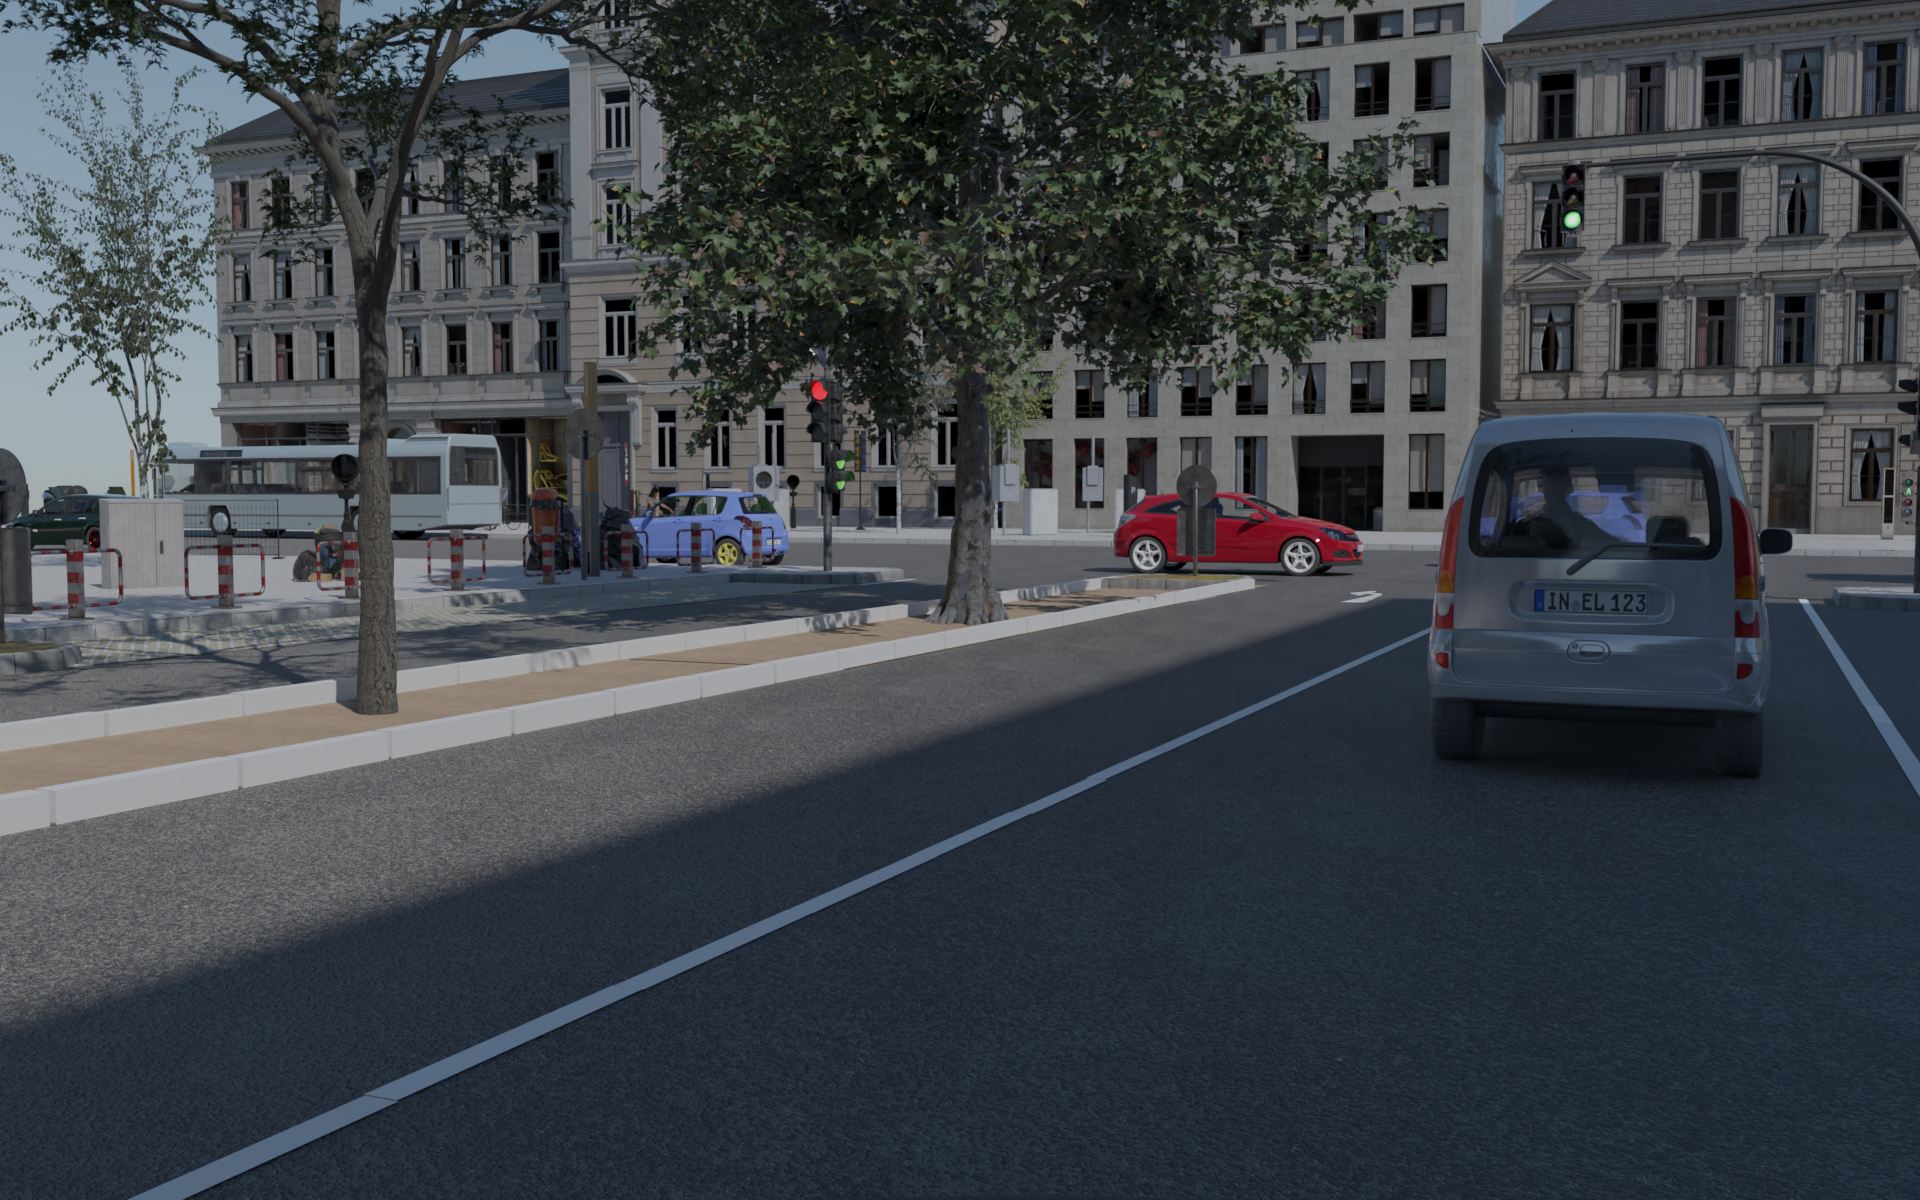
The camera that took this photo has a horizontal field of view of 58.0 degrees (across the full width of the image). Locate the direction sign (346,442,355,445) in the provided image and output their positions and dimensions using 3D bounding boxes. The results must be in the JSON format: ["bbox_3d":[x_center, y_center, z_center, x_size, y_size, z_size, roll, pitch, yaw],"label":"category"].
[{"bbox_3d":[-26.417,-5.136,75.974,0.876,3.537,0.379,-1,4,-13],"label":"direction sign"}]

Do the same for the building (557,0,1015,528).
[{"bbox_3d":[-4.968,-17.602,73.691,20.117,28.700,13.634,2,4,24],"label":"building"}]

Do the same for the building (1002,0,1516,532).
[{"bbox_3d":[11.368,-12.872,65.205,16.860,20.320,10.420,2,4,24],"label":"building"}]

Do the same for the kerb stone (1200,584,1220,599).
[{"bbox_3d":[3.365,-0.102,23.917,0.120,0.150,1.000,2,4,24],"label":"kerb stone"}]

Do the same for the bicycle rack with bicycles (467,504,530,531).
[{"bbox_3d":[-16.814,-2.944,61.516,2.852,0.926,2.925,2,4,35],"label":"bicycle rack with bicycles"}]

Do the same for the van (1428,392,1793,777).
[{"bbox_3d":[3.877,-0.203,10.329,2.013,2.044,4.112,1,4,23],"label":"van"}]

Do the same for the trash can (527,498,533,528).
[{"bbox_3d":[-16.181,-3.337,66.207,0.748,1.137,0.748,0,3,0],"label":"trash can"}]

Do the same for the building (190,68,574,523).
[{"bbox_3d":[-32.665,-14.408,86.477,40.483,20.767,10.553,2,4,24],"label":"building"}]

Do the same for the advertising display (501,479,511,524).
[{"bbox_3d":[-19.276,-4.179,73.532,0.123,1.923,0.974,-2,4,-32],"label":"advertising display"}]

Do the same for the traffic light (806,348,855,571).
[{"bbox_3d":[-2.188,-2.435,28.732,0.839,4.253,0.868,2,4,24],"label":"traffic light"}]

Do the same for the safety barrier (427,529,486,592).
[{"bbox_3d":[-6.648,-0.527,22.894,0.300,0.817,1.120,2,4,24],"label":"safety barrier"}]

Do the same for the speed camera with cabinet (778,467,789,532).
[{"bbox_3d":[-6.192,-3.864,57.519,0.660,3.252,2.038,1,4,8],"label":"speed camera with cabinet"}]

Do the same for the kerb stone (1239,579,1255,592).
[{"bbox_3d":[4.203,-0.217,25.799,0.120,0.150,1.000,2,4,24],"label":"kerb stone"}]

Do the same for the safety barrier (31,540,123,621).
[{"bbox_3d":[-9.002,-0.205,17.630,0.300,0.817,1.120,2,4,24],"label":"safety barrier"}]

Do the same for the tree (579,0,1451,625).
[{"bbox_3d":[0.175,-6.090,19.030,9.611,12.733,9.660,0,3,0],"label":"tree"}]

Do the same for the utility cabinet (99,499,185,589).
[{"bbox_3d":[-11.189,-0.768,23.723,0.306,1.237,1.020,3,5,42],"label":"utility cabinet"}]

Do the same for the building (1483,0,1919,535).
[{"bbox_3d":[28.378,-11.889,59.020,19.286,19.102,10.561,2,4,24],"label":"building"}]

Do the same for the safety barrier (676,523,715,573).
[{"bbox_3d":[-4.290,-0.850,28.169,0.300,0.817,1.120,2,4,24],"label":"safety barrier"}]

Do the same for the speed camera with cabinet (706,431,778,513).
[{"bbox_3d":[-6.845,-3.645,53.935,2.038,3.252,0.660,-2,4,-26],"label":"speed camera with cabinet"}]

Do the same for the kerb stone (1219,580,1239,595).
[{"bbox_3d":[3.775,-0.161,24.856,0.120,0.150,1.000,2,4,24],"label":"kerb stone"}]

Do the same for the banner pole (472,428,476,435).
[{"bbox_3d":[-18.699,-4.640,65.887,0.863,3.779,0.401,-2,4,-25],"label":"banner pole"}]

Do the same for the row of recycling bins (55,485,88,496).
[{"bbox_3d":[-42.044,-4.560,81.666,1.069,1.692,3.534,-3,5,-42],"label":"row of recycling bins"}]

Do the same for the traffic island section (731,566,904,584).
[{"bbox_3d":[-2.220,-0.404,28.882,2.009,0.180,2.903,2,4,24],"label":"traffic island section"}]

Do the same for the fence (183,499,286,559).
[{"bbox_3d":[-14.511,-1.397,34.039,2.264,1.192,0.480,-1,4,-12],"label":"fence"}]

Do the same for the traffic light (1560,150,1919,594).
[{"bbox_3d":[10.447,-2.954,22.969,4.771,5.953,1.251,2,4,24],"label":"traffic light"}]

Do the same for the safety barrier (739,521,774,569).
[{"bbox_3d":[-3.504,-0.957,29.918,0.300,0.817,1.120,2,4,24],"label":"safety barrier"}]

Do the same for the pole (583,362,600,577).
[{"bbox_3d":[-5.711,-2.018,26.845,0.158,3.312,0.155,0,3,0],"label":"pole"}]

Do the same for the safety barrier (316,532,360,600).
[{"bbox_3d":[-7.429,-0.420,21.141,0.300,0.817,1.120,2,4,24],"label":"safety barrier"}]

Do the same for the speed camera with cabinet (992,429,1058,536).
[{"bbox_3d":[2.012,-3.619,53.499,2.038,3.252,0.660,-2,4,-27],"label":"speed camera with cabinet"}]

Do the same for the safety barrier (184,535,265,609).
[{"bbox_3d":[-8.219,-0.313,19.386,0.300,0.817,1.120,2,4,24],"label":"safety barrier"}]

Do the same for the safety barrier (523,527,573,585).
[{"bbox_3d":[-5.860,-0.635,24.658,0.300,0.817,1.120,2,4,24],"label":"safety barrier"}]

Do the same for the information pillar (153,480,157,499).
[{"bbox_3d":[-36.971,-4.610,79.860,0.304,2.012,0.304,2,4,32],"label":"information pillar"}]

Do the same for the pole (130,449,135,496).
[{"bbox_3d":[-37.810,-5.220,79.192,0.158,3.312,0.155,0,3,0],"label":"pole"}]

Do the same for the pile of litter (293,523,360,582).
[{"bbox_3d":[-9.238,-0.732,25.939,1.176,0.858,1.719,3,5,44],"label":"pile of litter"}]

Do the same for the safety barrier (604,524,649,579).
[{"bbox_3d":[-5.077,-0.742,26.408,0.300,0.817,1.120,2,4,24],"label":"safety barrier"}]

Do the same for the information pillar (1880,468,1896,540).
[{"bbox_3d":[26.124,-2.707,48.755,0.304,2.012,0.304,1,4,21],"label":"information pillar"}]

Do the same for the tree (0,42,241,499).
[{"bbox_3d":[-13.596,-4.763,28.230,4.360,8.622,3.978,0,3,0],"label":"tree"}]

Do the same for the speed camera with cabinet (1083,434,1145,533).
[{"bbox_3d":[5.057,-3.832,56.990,2.038,3.252,0.660,0,4,4],"label":"speed camera with cabinet"}]

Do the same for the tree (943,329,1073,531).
[{"bbox_3d":[1.465,-6.734,60.462,4.737,8.622,4.395,0,3,0],"label":"tree"}]

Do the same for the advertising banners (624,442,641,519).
[{"bbox_3d":[-11.108,-3.821,58.654,0.090,3.025,2.074,0,4,4],"label":"advertising banners"}]

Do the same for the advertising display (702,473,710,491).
[{"bbox_3d":[-7.996,-3.016,54.523,0.123,1.923,0.974,-1,4,-16],"label":"advertising display"}]

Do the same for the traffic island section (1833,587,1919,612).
[{"bbox_3d":[12.426,-0.004,22.350,2.009,0.180,2.903,2,4,24],"label":"traffic island section"}]

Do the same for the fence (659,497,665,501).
[{"bbox_3d":[-9.980,-3.029,60.734,0.480,1.192,2.264,1,4,22],"label":"fence"}]

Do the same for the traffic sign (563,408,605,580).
[{"bbox_3d":[-5.618,-1.571,25.791,0.768,2.556,0.104,2,4,27],"label":"traffic sign"}]

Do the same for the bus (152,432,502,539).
[{"bbox_3d":[-21.048,-3.759,56.312,13.247,3.499,2.948,2,4,24],"label":"bus"}]

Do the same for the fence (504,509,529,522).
[{"bbox_3d":[-18.231,-3.399,70.941,2.069,0.683,0.278,1,4,22],"label":"fence"}]

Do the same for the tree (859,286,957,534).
[{"bbox_3d":[-1.779,-6.442,55.688,4.360,8.622,3.978,0,3,0],"label":"tree"}]

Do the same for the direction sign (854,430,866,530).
[{"bbox_3d":[-3.556,-4.266,61.750,0.379,3.537,0.876,2,4,24],"label":"direction sign"}]

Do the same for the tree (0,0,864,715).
[{"bbox_3d":[-3.637,-4.551,11.277,8.767,10.594,7.601,2,4,24],"label":"tree"}]
